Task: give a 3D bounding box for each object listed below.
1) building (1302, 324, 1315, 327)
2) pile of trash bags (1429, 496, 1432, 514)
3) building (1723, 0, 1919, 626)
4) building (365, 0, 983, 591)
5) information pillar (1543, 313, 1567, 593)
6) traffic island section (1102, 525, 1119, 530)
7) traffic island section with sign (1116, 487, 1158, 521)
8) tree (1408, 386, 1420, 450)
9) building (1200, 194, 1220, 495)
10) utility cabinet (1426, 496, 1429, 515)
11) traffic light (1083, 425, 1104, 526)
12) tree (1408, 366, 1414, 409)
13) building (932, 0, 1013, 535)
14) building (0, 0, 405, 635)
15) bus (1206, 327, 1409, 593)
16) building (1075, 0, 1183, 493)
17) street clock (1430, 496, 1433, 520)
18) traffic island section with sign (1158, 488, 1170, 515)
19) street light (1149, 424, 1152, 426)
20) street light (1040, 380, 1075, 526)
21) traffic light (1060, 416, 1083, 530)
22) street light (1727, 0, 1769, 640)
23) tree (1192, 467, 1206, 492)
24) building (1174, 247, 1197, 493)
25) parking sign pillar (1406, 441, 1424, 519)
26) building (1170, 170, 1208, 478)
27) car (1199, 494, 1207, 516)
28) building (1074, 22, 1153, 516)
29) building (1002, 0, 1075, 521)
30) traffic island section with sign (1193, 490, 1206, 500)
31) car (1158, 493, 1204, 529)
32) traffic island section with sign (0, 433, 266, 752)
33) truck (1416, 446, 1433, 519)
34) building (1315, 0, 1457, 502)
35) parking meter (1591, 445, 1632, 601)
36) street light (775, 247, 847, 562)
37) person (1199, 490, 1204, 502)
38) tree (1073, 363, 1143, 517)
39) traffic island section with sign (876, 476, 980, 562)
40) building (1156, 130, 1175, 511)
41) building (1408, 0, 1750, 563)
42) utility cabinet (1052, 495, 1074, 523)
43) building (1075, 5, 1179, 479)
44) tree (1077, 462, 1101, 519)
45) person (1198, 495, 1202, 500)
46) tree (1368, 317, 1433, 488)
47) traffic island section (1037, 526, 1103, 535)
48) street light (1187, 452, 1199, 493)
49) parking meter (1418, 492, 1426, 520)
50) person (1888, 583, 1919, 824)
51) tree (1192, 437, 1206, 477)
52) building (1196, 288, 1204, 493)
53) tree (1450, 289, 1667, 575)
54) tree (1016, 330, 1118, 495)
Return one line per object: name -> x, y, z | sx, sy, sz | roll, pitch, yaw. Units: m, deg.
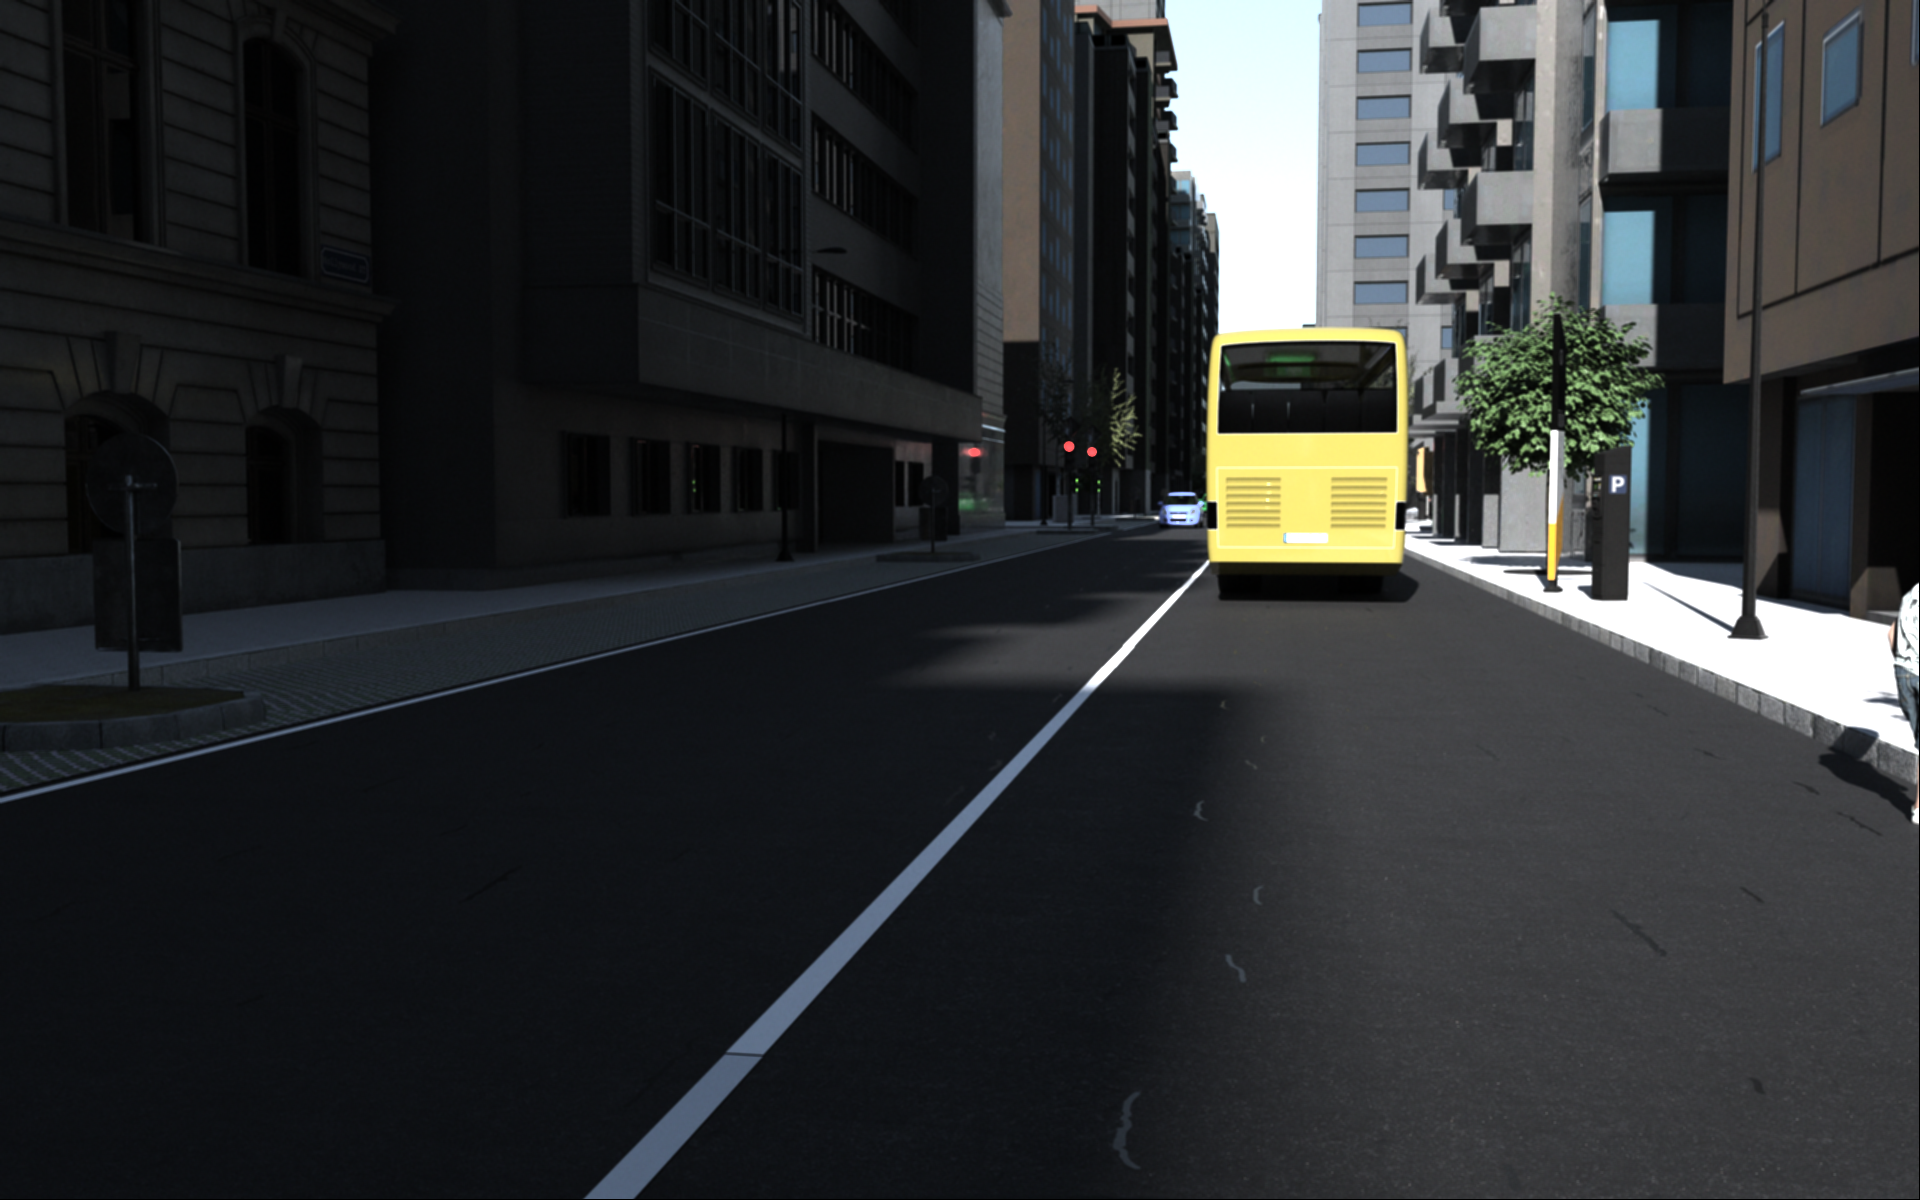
building -> 64.281, -31.754, 290.874 | 14.160, 30.474, 14.107 | 1, 4, 10
pile of trash bags -> 28.082, -5.877, 105.835 | 3.447, 1.369, 1.912 | 2, 4, 32
building -> 15.408, -22.195, 12.999 | 14.600, 45.320, 14.200 | 1, 4, 10
building -> -8.876, -13.374, 37.724 | 14.314, 24.678, 30.058 | 1, 4, 10
information pillar -> 7.821, -1.916, 22.678 | 0.183, 3.616, 0.504 | 2, 4, 30
traffic island section -> 5.346, -2.931, 70.206 | 2.009, 0.180, 2.903 | 1, 4, 10
traffic island section with sign -> 9.410, -5.144, 92.726 | 1.989, 1.847, 2.006 | 1, 4, 10
tree -> 24.565, -10.419, 104.759 | 7.601, 10.594, 8.767 | 2, 4, 35
building -> 31.126, -40.311, 282.789 | 21.300, 48.544, 21.600 | 1, 4, 10
utility cabinet -> 24.157, -5.023, 90.812 | 0.318, 1.500, 1.173 | 3, 5, 43
traffic light -> 5.384, -4.963, 70.064 | 0.839, 4.253, 0.868 | 1, 4, 10
tree -> 18.547, -7.815, 78.130 | 4.737, 8.622, 4.395 | 0, 3, 0
building -> -7.956, -12.867, 59.533 | 18.267, 20.994, 9.793 | 1, 4, 10
building -> -15.543, -11.437, 6.072 | 14.460, 24.649, 34.723 | 1, 4, 10
bus -> 5.452, -2.228, 27.981 | 2.896, 3.916, 12.252 | 1, 4, 10
building -> 13.331, -45.583, 183.529 | 20.563, 71.187, 20.611 | 1, 4, 10
street clock -> 23.451, -4.978, 85.953 | 0.358, 2.002, 0.471 | 3, 5, 42
traffic island section with sign -> 14.195, -6.766, 119.255 | 1.989, 1.847, 2.006 | 1, 4, 10
street light -> 12.001, -8.713, 114.993 | 1.470, 5.913, 1.316 | 1, 4, 10
street light -> 3.962, -5.996, 70.570 | 1.470, 5.913, 1.316 | 1, 4, 10
traffic light -> 3.967, -4.482, 62.205 | 0.839, 4.253, 0.868 | 1, 4, 10
street light -> 6.488, -2.618, 15.349 | 1.470, 5.913, 1.316 | 1, 4, 10
tree -> 28.438, -13.852, 210.197 | 4.285, 4.588, 4.351 | 0, 3, 0
building -> 19.660, -26.272, 201.246 | 14.160, 30.474, 14.107 | 1, 4, 10
parking sign pillar -> 22.955, -6.103, 88.253 | 1.447, 3.967, 1.447 | 1, 4, 22
building -> 25.135, -38.995, 257.171 | 23.786, 49.044, 30.456 | 1, 4, 10
car -> 16.235, -6.233, 110.712 | 1.959, 1.807, 4.718 | 1, 4, 10
building -> 4.752, -20.730, 110.634 | 14.160, 30.474, 14.107 | 1, 4, 10
building -> -1.805, -26.837, 88.891 | 14.600, 45.320, 14.200 | 1, 4, 10
traffic island section with sign -> 23.017, -9.757, 168.147 | 1.989, 1.847, 2.006 | 1, 4, 10
car -> 9.378, -3.896, 73.295 | 1.945, 1.707, 3.694 | 1, 4, 11
traffic island section with sign -> -5.412, -0.116, 10.533 | 1.989, 1.847, 2.006 | 1, 4, 10
truck -> 21.663, -4.093, 62.840 | 9.791, 3.379, 3.469 | 1, 4, 12
building -> 51.756, -40.227, 199.705 | 21.231, 58.520, 28.212 | 1, 4, 10
parking meter -> 7.839, -0.927, 20.875 | 0.399, 1.863, 0.255 | 0, 4, -8
street light -> -2.810, -3.684, 32.767 | 1.470, 5.913, 1.316 | 1, 4, 10
person -> 24.356, -10.252, 175.745 | 1.348, 1.869, 0.705 | 1, 4, 13
tree -> 8.050, -9.069, 98.636 | 4.737, 8.622, 4.395 | 0, 3, 0
traffic island section with sign -> -0.618, -1.742, 37.105 | 1.989, 1.847, 2.006 | 1, 4, 10
building -> 8.701, -22.090, 132.880 | 14.160, 30.474, 14.107 | 1, 4, 10
building -> 23.469, -25.846, 42.195 | 23.786, 49.044, 30.456 | 1, 4, 10
utility cabinet -> 4.593, -4.026, 76.990 | 1.020, 1.237, 0.306 | -3, 4, -36
building -> 8.546, -30.908, 159.973 | 22.147, 44.769, 28.867 | 1, 4, 10
tree -> 6.947, -5.870, 90.568 | 1.663, 3.219, 1.824 | 0, 3, 0
person -> 23.727, -10.049, 173.360 | 0.990, 1.755, 0.434 | 0, 4, 0
tree -> 17.953, -7.447, 72.124 | 4.360, 8.622, 3.978 | 0, 3, 0
traffic island section -> 3.929, -2.451, 62.347 | 2.009, 0.180, 2.903 | 1, 4, 10
street light -> 25.445, -13.279, 189.649 | 1.470, 5.913, 1.316 | 1, 4, 10
parking meter -> 22.681, -4.852, 85.034 | 0.399, 1.863, 0.255 | 0, 4, 6
person -> 4.254, 0.343, 7.572 | 0.352, 1.250, 0.332 | 2, 4, 26
tree -> 29.992, -16.357, 217.797 | 4.360, 8.622, 3.978 | 0, 3, 0
building -> 25.599, -28.340, 235.057 | 14.160, 30.474, 14.107 | 1, 4, 10
tree -> 9.654, -2.709, 28.009 | 4.285, 4.588, 4.351 | 0, 3, 0
tree -> 4.700, -7.811, 78.066 | 4.360, 8.622, 3.978 | 0, 3, 0
